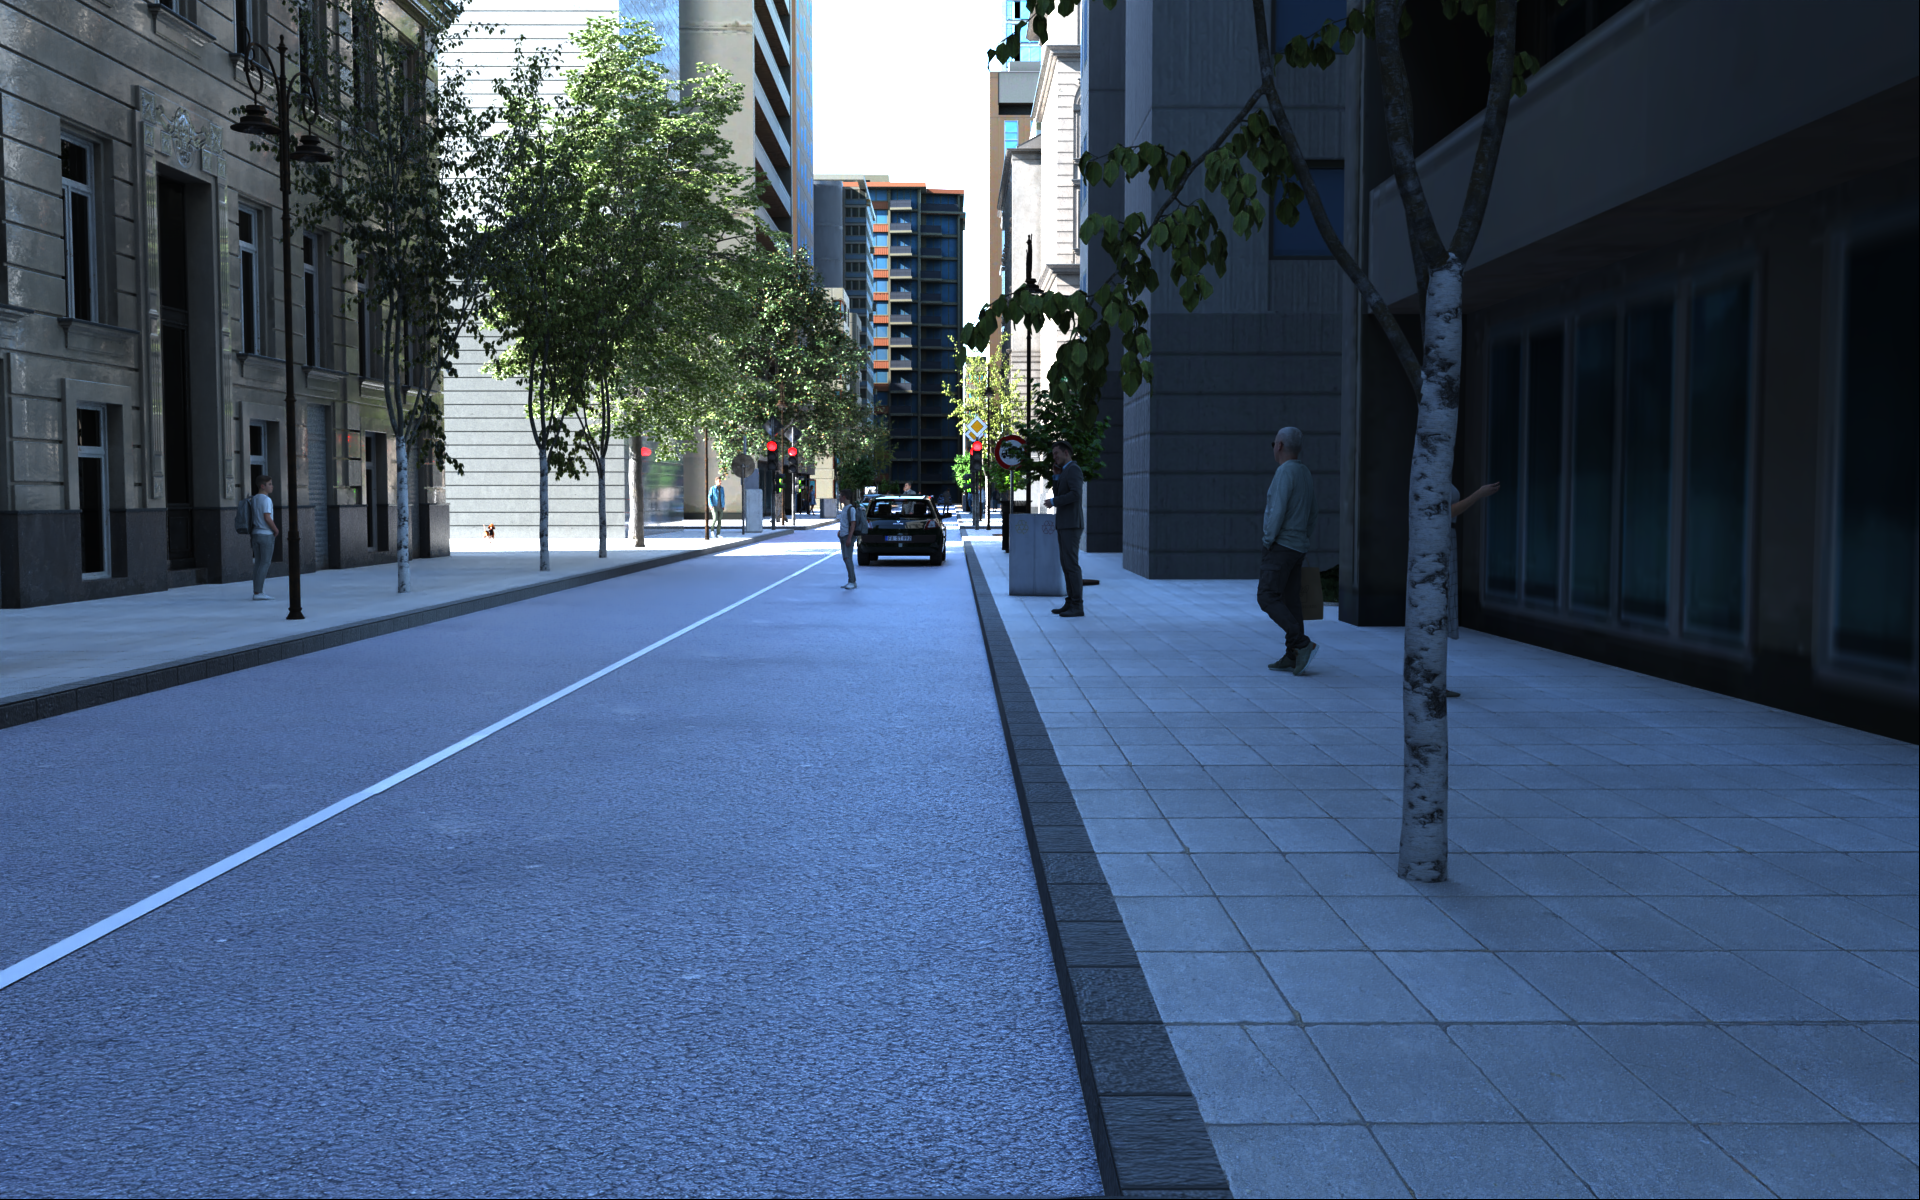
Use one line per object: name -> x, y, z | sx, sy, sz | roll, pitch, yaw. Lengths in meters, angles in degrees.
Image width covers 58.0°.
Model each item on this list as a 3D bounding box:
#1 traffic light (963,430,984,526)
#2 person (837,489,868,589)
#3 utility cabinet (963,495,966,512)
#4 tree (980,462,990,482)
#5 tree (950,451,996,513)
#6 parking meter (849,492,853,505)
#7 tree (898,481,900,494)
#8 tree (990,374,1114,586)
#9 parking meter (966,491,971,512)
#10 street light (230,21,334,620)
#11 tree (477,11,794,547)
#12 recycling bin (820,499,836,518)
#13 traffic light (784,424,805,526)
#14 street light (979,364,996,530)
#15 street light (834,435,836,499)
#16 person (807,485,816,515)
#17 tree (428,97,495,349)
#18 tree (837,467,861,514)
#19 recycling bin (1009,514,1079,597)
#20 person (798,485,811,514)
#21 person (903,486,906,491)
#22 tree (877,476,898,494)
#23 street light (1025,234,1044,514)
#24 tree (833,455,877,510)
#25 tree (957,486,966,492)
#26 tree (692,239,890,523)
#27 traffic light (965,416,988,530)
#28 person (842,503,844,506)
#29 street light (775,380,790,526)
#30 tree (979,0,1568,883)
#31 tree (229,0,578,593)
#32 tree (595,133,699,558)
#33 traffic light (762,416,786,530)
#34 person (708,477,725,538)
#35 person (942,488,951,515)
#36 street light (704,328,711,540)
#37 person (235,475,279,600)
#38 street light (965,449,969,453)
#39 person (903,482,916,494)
traffic light -> 0.557, -4.957, 69.965 | 0.839, 4.253, 0.868 | 0, 4, 0
person -> -1.685, -0.932, 26.327 | 0.503, 1.515, 0.523 | 3, 4, 37
utility cabinet -> 0.540, -7.087, 127.030 | 0.306, 1.237, 1.020 | 2, 4, 25
tree -> 1.526, -3.560, 52.813 | 1.663, 3.219, 1.824 | 0, 3, 0
tree -> 0.991, -8.919, 129.541 | 4.285, 4.588, 4.351 | 0, 3, 0
parking meter -> -7.241, -6.461, 114.048 | 0.372, 1.533, 0.369 | 0, 3, 0
tree -> -7.819, -13.422, 214.043 | 1.663, 3.219, 1.824 | 0, 3, 0
tree -> 1.337, -1.833, 24.577 | 1.663, 3.219, 1.824 | 0, 3, 0
parking meter -> 0.622, -7.170, 125.647 | 0.372, 1.533, 0.369 | 0, 3, 0
street light -> -6.822, -2.741, 17.603 | 0.468, 5.910, 1.993 | 0, 4, 0
tree -> -7.945, -7.575, 41.975 | 7.486, 12.596, 7.792 | 0, 3, 0
recycling bin -> -7.053, -4.898, 92.639 | 0.722, 1.027, 0.722 | -1, 4, -23
traffic light -> -6.705, -4.954, 69.915 | 0.839, 4.253, 0.868 | 0, 4, 0
street light -> 1.019, -5.433, 61.618 | 0.468, 5.910, 1.993 | 0, 4, 0
street light -> -7.301, -7.844, 101.032 | 0.468, 5.910, 1.993 | 0, 4, 0
person -> -8.972, -6.008, 104.364 | 0.616, 1.811, 0.778 | -3, 5, -40
tree -> -6.753, -4.805, 28.919 | 4.737, 8.622, 4.395 | 0, 3, 0
tree -> -7.387, -7.121, 111.034 | 1.663, 3.219, 1.824 | 0, 3, 0
recycling bin -> 1.072, -0.581, 22.059 | 0.722, 1.027, 0.722 | 1, 4, 22
person -> -9.846, -6.361, 109.962 | 0.836, 1.842, 0.656 | -1, 4, -14
person -> -2.767, -5.000, 90.351 | 0.850, 1.850, 0.679 | 1, 4, 12
tree -> -7.899, -11.287, 179.149 | 1.663, 3.219, 1.824 | 0, 3, 0
street light -> 1.231, -3.562, 31.029 | 0.468, 5.910, 1.993 | 0, 4, 0
tree -> -7.676, -8.772, 127.140 | 4.285, 4.588, 4.351 | 0, 3, 0
tree -> 0.656, -12.487, 198.766 | 1.663, 3.219, 1.824 | 0, 3, 0
tree -> -8.118, -9.821, 77.582 | 9.611, 12.733, 9.660 | 0, 3, 0
traffic light -> 0.595, -4.468, 61.980 | 0.839, 4.253, 0.868 | 0, 4, 0
person -> -9.463, -8.267, 141.699 | 0.515, 1.767, 0.782 | 3, 5, 42
street light -> -7.180, -5.955, 70.156 | 0.468, 5.910, 1.993 | 0, 4, 0
tree -> 1.559, -3.389, 5.768 | 4.737, 8.622, 4.395 | 0, 3, 0
tree -> -7.015, -4.405, 22.381 | 4.360, 8.622, 3.978 | 0, 3, 0
tree -> -7.448, -5.157, 34.674 | 4.360, 8.622, 3.978 | 0, 3, 0
traffic light -> -6.666, -4.465, 61.930 | 0.839, 4.253, 0.868 | 0, 4, 0
person -> -7.073, -2.690, 50.371 | 0.601, 1.785, 0.444 | -3, 4, -36
person -> -0.923, -6.844, 120.204 | 0.655, 1.846, 0.447 | 2, 4, 24
street light -> -7.063, -4.612, 48.192 | 0.468, 5.910, 1.993 | 0, 4, 0
person -> -8.480, -0.755, 20.981 | 0.503, 1.515, 0.523 | 0, 4, 7
street light -> 0.581, -10.502, 144.502 | 0.468, 5.910, 1.993 | 0, 4, 0
person -> -1.668, -2.778, 54.014 | 0.767, 1.812, 0.694 | -3, 5, -40
